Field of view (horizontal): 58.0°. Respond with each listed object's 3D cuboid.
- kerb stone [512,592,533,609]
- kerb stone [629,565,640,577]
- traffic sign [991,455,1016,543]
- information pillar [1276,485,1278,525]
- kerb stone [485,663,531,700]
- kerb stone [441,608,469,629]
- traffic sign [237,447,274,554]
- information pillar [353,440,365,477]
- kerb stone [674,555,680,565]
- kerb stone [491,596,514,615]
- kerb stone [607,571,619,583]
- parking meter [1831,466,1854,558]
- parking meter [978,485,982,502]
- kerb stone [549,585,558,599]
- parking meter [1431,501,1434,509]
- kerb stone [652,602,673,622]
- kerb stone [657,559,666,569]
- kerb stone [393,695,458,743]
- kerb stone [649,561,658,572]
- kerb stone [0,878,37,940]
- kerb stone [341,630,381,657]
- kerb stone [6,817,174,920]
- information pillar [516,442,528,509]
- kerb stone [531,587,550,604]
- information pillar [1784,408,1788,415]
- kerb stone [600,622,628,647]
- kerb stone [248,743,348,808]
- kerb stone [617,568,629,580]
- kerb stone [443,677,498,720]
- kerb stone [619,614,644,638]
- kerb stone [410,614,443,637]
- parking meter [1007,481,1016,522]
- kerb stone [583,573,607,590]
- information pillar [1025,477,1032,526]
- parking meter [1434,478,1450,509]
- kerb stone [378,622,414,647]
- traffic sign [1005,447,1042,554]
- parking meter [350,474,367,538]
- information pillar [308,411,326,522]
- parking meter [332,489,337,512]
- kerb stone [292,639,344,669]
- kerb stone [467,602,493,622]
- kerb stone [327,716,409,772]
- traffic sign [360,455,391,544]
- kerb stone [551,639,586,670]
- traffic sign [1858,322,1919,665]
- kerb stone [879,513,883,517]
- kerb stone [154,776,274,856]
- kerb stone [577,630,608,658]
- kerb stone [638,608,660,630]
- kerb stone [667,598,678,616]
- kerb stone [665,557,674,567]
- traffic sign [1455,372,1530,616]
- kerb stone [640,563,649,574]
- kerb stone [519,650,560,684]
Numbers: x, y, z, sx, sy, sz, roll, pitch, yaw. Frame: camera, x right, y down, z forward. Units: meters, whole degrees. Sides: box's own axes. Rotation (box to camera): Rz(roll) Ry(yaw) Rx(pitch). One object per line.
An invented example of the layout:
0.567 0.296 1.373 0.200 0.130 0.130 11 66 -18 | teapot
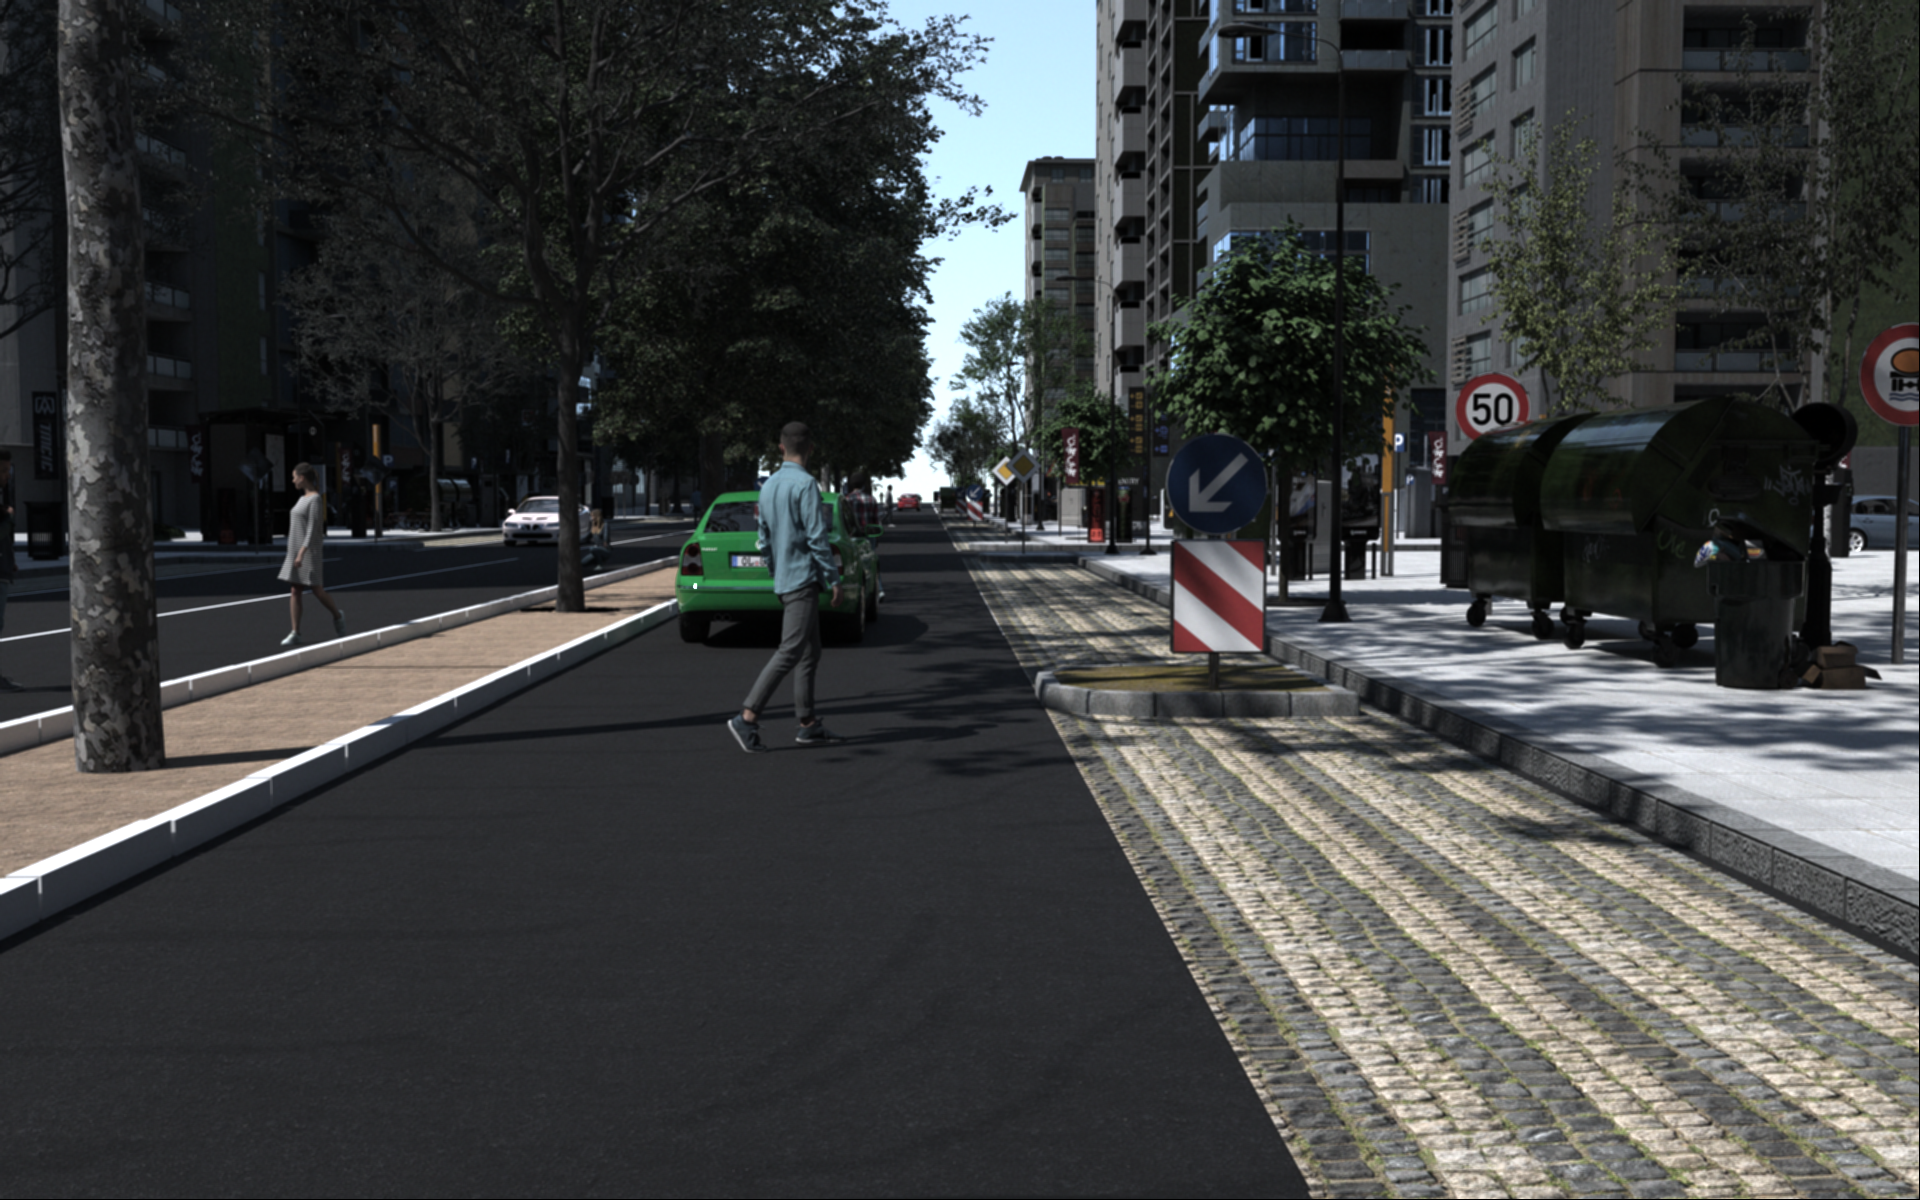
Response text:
-5.558 0.030 21.699 0.120 0.150 1.000 0 4 -1 | kerb stone
-5.713 -0.470 29.901 0.120 0.150 1.000 0 4 -1 | kerb stone
1.206 -2.538 45.131 0.795 2.450 0.064 0 4 -1 | traffic sign
13.524 -4.980 72.771 0.504 3.616 0.183 1 4 15 | information pillar
-3.284 0.595 12.476 0.120 0.150 1.000 0 4 -1 | kerb stone
-5.500 0.218 18.624 0.120 0.150 1.000 0 4 -1 | kerb stone
-14.980 -2.031 36.852 0.795 2.450 0.064 0 4 -1 | traffic sign
-25.717 -5.062 74.120 0.504 3.616 0.183 -2 4 -26 | information pillar
-5.814 -0.785 35.023 0.120 0.150 1.000 0 4 -1 | kerb stone
-5.538 0.093 20.677 0.120 0.150 1.000 0 4 -1 | kerb stone
-5.678 -0.344 27.851 0.120 0.150 1.000 0 4 -1 | kerb stone
17.726 -1.785 34.903 0.255 1.863 0.399 -2 4 -31 | parking meter
1.358 -6.742 115.946 0.255 1.863 0.399 0 4 5 | parking meter
-5.597 -0.095 23.746 0.120 0.150 1.000 0 4 -1 | kerb stone
17.274 -3.490 62.774 0.255 1.863 0.399 0 4 -7 | parking meter
-3.424 0.156 19.649 0.120 0.150 1.000 0 4 -1 | kerb stone
-5.775 -0.655 32.972 0.120 0.150 1.000 0 4 -1 | kerb stone
-3.238 0.722 10.430 0.120 0.150 1.000 0 4 -1 | kerb stone
-5.759 -0.597 31.950 0.120 0.150 1.000 0 4 -1 | kerb stone
-3.136 1.037 5.302 0.120 0.150 1.000 0 4 -1 | kerb stone
-5.443 0.407 15.549 0.120 0.150 1.000 0 4 -1 | kerb stone
-3.158 0.971 6.325 0.120 0.150 1.000 0 4 -1 | kerb stone
-19.625 -5.274 77.586 0.504 3.616 0.183 -2 4 -26 | information pillar
-5.580 -0.032 22.724 0.120 0.150 1.000 0 4 -1 | kerb stone
22.413 -3.422 47.310 0.504 3.616 0.183 -3 4 -37 | information pillar
-3.351 0.344 16.574 0.120 0.150 1.000 0 4 -1 | kerb stone
-3.201 0.849 8.379 0.120 0.150 1.000 0 4 -1 | kerb stone
-5.702 -0.407 28.874 0.120 0.150 1.000 0 4 -1 | kerb stone
-3.255 0.657 11.454 0.120 0.150 1.000 0 4 -1 | kerb stone
-3.377 0.281 17.602 0.120 0.150 1.000 0 4 -1 | kerb stone
-5.484 0.282 17.599 0.120 0.150 1.000 0 4 -1 | kerb stone
2.317 -4.485 79.040 0.399 1.863 0.255 -3 4 -37 | parking meter
-5.661 -0.283 26.828 0.120 0.150 1.000 0 4 -1 | kerb stone
2.699 -4.006 69.982 0.304 2.012 0.304 -3 4 -36 | information pillar
15.686 -3.084 56.131 0.399 1.863 0.255 -1 4 -9 | parking meter
-5.457 0.344 16.577 0.120 0.150 1.000 0 4 -1 | kerb stone
1.361 -2.049 37.148 0.795 2.450 0.064 0 4 -1 | traffic sign
-17.609 -2.753 50.730 0.399 1.863 0.255 1 4 23 | parking meter
-18.138 -3.518 48.870 0.504 3.616 0.183 1 4 20 | information pillar
-25.504 -3.825 70.948 0.372 1.533 0.369 0 3 0 | parking meter
-5.421 0.469 14.525 0.120 0.150 1.000 0 4 -1 | kerb stone
-5.515 0.155 19.654 0.120 0.150 1.000 0 4 -1 | kerb stone
-3.218 0.782 9.406 0.120 0.150 1.000 0 4 -1 | kerb stone
-15.136 -2.519 44.835 0.795 2.450 0.064 0 4 -1 | traffic sign
-3.315 0.469 14.530 0.120 0.150 1.000 0 4 -1 | kerb stone
7.063 -0.787 12.974 0.768 2.556 0.104 0 4 0 | traffic sign
-5.347 -5.897 118.615 0.120 0.150 1.000 0 4 -1 | kerb stone
-3.172 0.915 7.347 0.120 0.150 1.000 0 4 -1 | kerb stone
-3.341 0.406 15.552 0.120 0.150 1.000 0 4 -1 | kerb stone
-3.395 0.219 18.627 0.120 0.150 1.000 0 4 -1 | kerb stone
-3.438 0.093 20.680 0.120 0.150 1.000 0 4 -1 | kerb stone
-5.807 -0.722 34.000 0.120 0.150 1.000 0 4 -1 | kerb stone
5.585 -1.109 18.244 0.768 2.556 0.104 1 4 8 | traffic sign
-5.740 -0.534 30.923 0.120 0.150 1.000 0 4 -1 | kerb stone
-3.303 0.532 13.508 0.120 0.150 1.000 0 4 -1 | kerb stone
